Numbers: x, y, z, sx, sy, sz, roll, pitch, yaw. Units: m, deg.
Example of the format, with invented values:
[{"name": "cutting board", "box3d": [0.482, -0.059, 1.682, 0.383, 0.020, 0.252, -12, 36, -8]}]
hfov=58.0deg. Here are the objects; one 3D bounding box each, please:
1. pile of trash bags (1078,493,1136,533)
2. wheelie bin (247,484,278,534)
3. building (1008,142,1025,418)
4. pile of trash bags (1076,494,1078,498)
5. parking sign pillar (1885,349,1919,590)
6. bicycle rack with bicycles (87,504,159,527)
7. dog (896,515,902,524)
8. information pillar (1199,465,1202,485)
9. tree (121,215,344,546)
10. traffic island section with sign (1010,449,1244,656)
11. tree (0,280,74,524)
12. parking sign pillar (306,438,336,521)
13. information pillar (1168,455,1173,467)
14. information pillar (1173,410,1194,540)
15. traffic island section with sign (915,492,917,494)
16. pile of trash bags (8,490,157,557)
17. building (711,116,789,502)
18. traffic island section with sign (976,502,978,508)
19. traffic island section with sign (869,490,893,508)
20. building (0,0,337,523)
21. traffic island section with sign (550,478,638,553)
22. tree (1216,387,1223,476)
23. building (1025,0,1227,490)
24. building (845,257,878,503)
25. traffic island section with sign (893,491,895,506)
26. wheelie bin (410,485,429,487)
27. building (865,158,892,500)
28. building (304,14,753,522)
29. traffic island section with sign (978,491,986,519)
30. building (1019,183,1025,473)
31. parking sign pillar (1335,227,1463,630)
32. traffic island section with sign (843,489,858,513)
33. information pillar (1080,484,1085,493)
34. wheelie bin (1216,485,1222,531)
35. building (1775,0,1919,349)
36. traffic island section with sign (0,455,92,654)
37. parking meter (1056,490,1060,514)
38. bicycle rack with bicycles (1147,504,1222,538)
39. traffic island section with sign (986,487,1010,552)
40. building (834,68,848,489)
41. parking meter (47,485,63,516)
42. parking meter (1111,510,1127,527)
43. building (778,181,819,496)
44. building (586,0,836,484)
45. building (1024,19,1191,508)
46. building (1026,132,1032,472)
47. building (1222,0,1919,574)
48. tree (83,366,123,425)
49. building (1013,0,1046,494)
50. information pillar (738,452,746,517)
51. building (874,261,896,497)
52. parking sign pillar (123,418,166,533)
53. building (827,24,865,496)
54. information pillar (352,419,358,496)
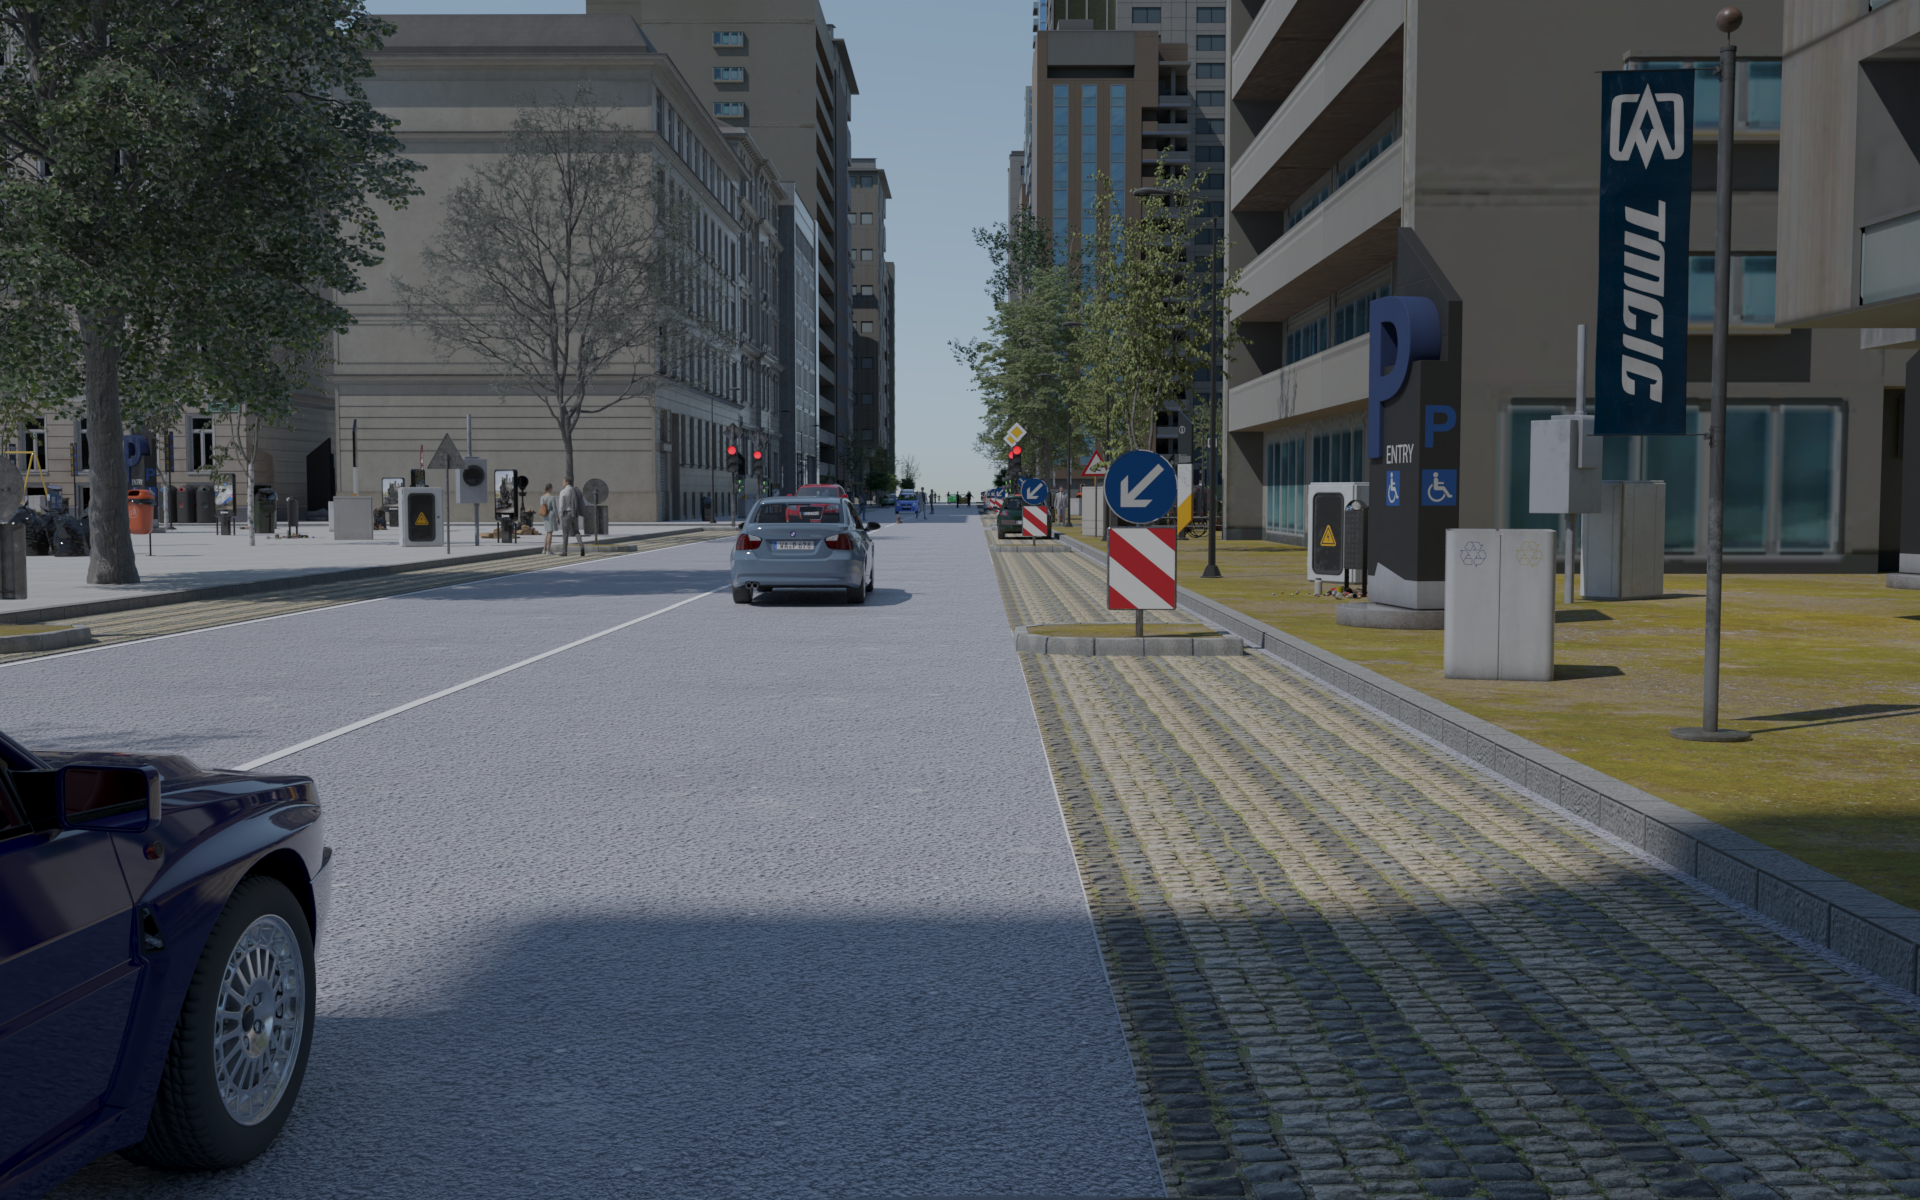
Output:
[{"name": "pile of trash bags", "box3d": [4.908, -2.810, 55.691, 1.912, 1.369, 3.447, 0, 4, 1]}, {"name": "wheelie bin", "box3d": [-22.623, -2.960, 56.298, 0.693, 1.594, 0.980, 3, 4, 37]}, {"name": "building", "box3d": [18.689, -46.079, 295.385, 21.231, 58.520, 28.212, 0, 4, 0]}, {"name": "pile of trash bags", "box3d": [9.828, -6.935, 123.147, 3.447, 1.369, 1.912, 2, 4, 29]}, {"name": "parking sign pillar", "box3d": [13.401, -2.138, 23.430, 1.447, 3.967, 1.447, -1, 4, -10]}, {"name": "bicycle rack with bicycles", "box3d": [-28.815, -2.839, 59.807, 2.852, 0.926, 2.925, -2, 4, -24]}, {"name": "dog", "box3d": [-3.028, -3.911, 84.131, 0.550, 0.427, 0.748, 2, 4, 29]}, {"name": "information pillar", "box3d": [19.191, -8.943, 137.578, 0.183, 3.616, 0.504, -3, 5, -39]}, {"name": "tree", "box3d": [-17.523, -5.656, 42.836, 4.360, 8.622, 3.978, 0, 3, 0]}, {"name": "traffic island section with sign", "box3d": [1.509, -0.461, 16.171, 1.989, 1.847, 2.006, 0, 4, 0]}, {"name": "tree", "box3d": [-30.564, -6.412, 55.192, 4.737, 8.622, 4.395, 0, 3, 0]}, {"name": "parking sign pillar", "box3d": [-30.617, -5.780, 82.976, 1.447, 3.967, 1.447, 1, 4, 16]}, {"name": "information pillar", "box3d": [12.045, -6.564, 98.676, 0.183, 3.616, 0.504, -3, 4, -39]}, {"name": "information pillar", "box3d": [6.233, -3.462, 47.962, 0.504, 3.616, 0.183, 3, 5, 45]}, {"name": "traffic island section with sign", "box3d": [-7.224, -16.920, 285.273, 1.989, 1.847, 2.006, 0, 4, 0]}, {"name": "pile of trash bags", "box3d": [-18.185, -1.608, 36.050, 3.447, 1.369, 1.912, 1, 4, 17]}, {"name": "building", "box3d": [-19.829, -20.285, 119.052, 14.401, 28.519, 23.554, 0, 4, 0]}, {"name": "traffic island section with sign", "box3d": [2.352, -7.147, 125.482, 1.989, 1.847, 2.006, 0, 4, 0]}, {"name": "traffic island section with sign", "box3d": [-8.086, -10.138, 174.389, 1.989, 1.847, 2.006, 0, 4, 0]}, {"name": "building", "box3d": [-41.731, -18.202, 83.502, 20.117, 28.700, 13.634, 0, 4, 0]}, {"name": "traffic island section with sign", "box3d": [-9.103, -2.105, 43.042, 1.989, 1.847, 2.006, 0, 4, 0]}, {"name": "tree", "box3d": [16.892, -9.304, 102.480, 4.360, 8.622, 3.978, 0, 3, 0]}, {"name": "building", "box3d": [17.404, -45.490, 182.009, 20.563, 71.187, 20.611, 0, 4, 0]}, {"name": "building", "box3d": [-28.083, -34.059, 248.749, 32.217, 40.220, 23.993, 0, 4, 0]}, {"name": "traffic island section with sign", "box3d": [-7.871, -11.823, 201.939, 1.989, 1.847, 2.006, 0, 4, 0]}, {"name": "wheelie bin", "box3d": [-18.320, -3.113, 58.809, 0.980, 1.594, 0.693, 0, 4, -2]}, {"name": "building", "box3d": [-25.614, -41.907, 274.411, 28.713, 52.752, 27.495, 0, 4, 0]}, {"name": "building", "box3d": [-20.880, -15.823, 91.987, 16.112, 22.955, 30.059, 0, 4, 0]}, {"name": "traffic island section with sign", "box3d": [2.146, -5.477, 98.169, 1.989, 1.847, 2.006, 0, 4, 0]}, {"name": "building", "box3d": [15.343, -36.263, 243.009, 14.600, 45.320, 14.200, 0, 4, 0]}, {"name": "parking sign pillar", "box3d": [4.435, -1.741, 16.931, 1.447, 3.967, 1.447, 0, 4, -7]}, {"name": "traffic island section with sign", "box3d": [-8.451, -7.164, 125.761, 1.989, 1.847, 2.006, 0, 4, 0]}, {"name": "information pillar", "box3d": [9.026, -7.543, 127.824, 0.304, 2.012, 0.304, 0, 4, -4]}, {"name": "wheelie bin", "box3d": [9.046, -3.177, 59.853, 0.980, 1.594, 0.693, -1, 4, -13]}, {"name": "building", "box3d": [14.066, -20.036, 11.189, 14.154, 41.232, 14.086, 0, 4, 0]}, {"name": "traffic island section with sign", "box3d": [-9.310, -0.456, 16.087, 1.989, 1.847, 2.006, 0, 4, 0]}, {"name": "parking meter", "box3d": [6.376, -6.308, 111.549, 0.372, 1.533, 0.369, 0, 3, 0]}, {"name": "bicycle rack with bicycles", "box3d": [6.618, -2.318, 51.278, 2.925, 0.926, 2.852, 1, 4, 23]}, {"name": "traffic island section with sign", "box3d": [1.722, -2.110, 43.125, 1.989, 1.847, 2.006, 0, 4, 0]}, {"name": "building", "box3d": [-19.088, -32.383, 179.572, 14.600, 45.320, 14.200, 0, 4, 0]}, {"name": "parking meter", "box3d": [-25.043, -2.418, 47.950, 0.372, 1.533, 0.369, 0, 3, 0]}, {"name": "parking meter", "box3d": [4.145, -2.420, 45.275, 0.399, 1.863, 0.255, -3, 4, -39]}, {"name": "building", "box3d": [-18.397, -19.756, 141.028, 12.078, 24.808, 19.932, 0, 4, 0]}, {"name": "building", "box3d": [-23.103, -32.873, 161.167, 21.300, 48.544, 21.600, 0, 4, 0]}, {"name": "building", "box3d": [13.965, -31.519, 165.452, 14.600, 45.320, 14.200, 0, 4, 0]}, {"name": "building", "box3d": [19.264, -36.023, 208.587, 23.786, 49.044, 30.456, 0, 4, 0]}, {"name": "building", "box3d": [17.938, -25.262, 36.731, 21.300, 48.544, 21.600, 0, 4, 0]}, {"name": "tree", "box3d": [-30.239, -7.024, 65.207, 4.360, 8.622, 3.978, 0, 3, 0]}, {"name": "building", "box3d": [18.788, -58.207, 264.348, 22.319, 86.520, 31.000, 0, 4, 0]}, {"name": "information pillar", "box3d": [-11.968, -6.337, 94.969, 0.504, 3.616, 0.183, 1, 4, 23]}, {"name": "building", "box3d": [-18.402, -37.490, 296.561, 14.154, 41.232, 14.086, 0, 4, 0]}, {"name": "parking sign pillar", "box3d": [-26.924, -4.185, 56.903, 1.447, 3.967, 1.447, 3, 4, 38]}, {"name": "building", "box3d": [-26.644, -37.368, 200.212, 28.713, 52.752, 27.495, 0, 4, 0]}, {"name": "information pillar", "box3d": [-18.767, -3.818, 53.787, 0.183, 3.616, 0.504, -1, 4, -12]}]
